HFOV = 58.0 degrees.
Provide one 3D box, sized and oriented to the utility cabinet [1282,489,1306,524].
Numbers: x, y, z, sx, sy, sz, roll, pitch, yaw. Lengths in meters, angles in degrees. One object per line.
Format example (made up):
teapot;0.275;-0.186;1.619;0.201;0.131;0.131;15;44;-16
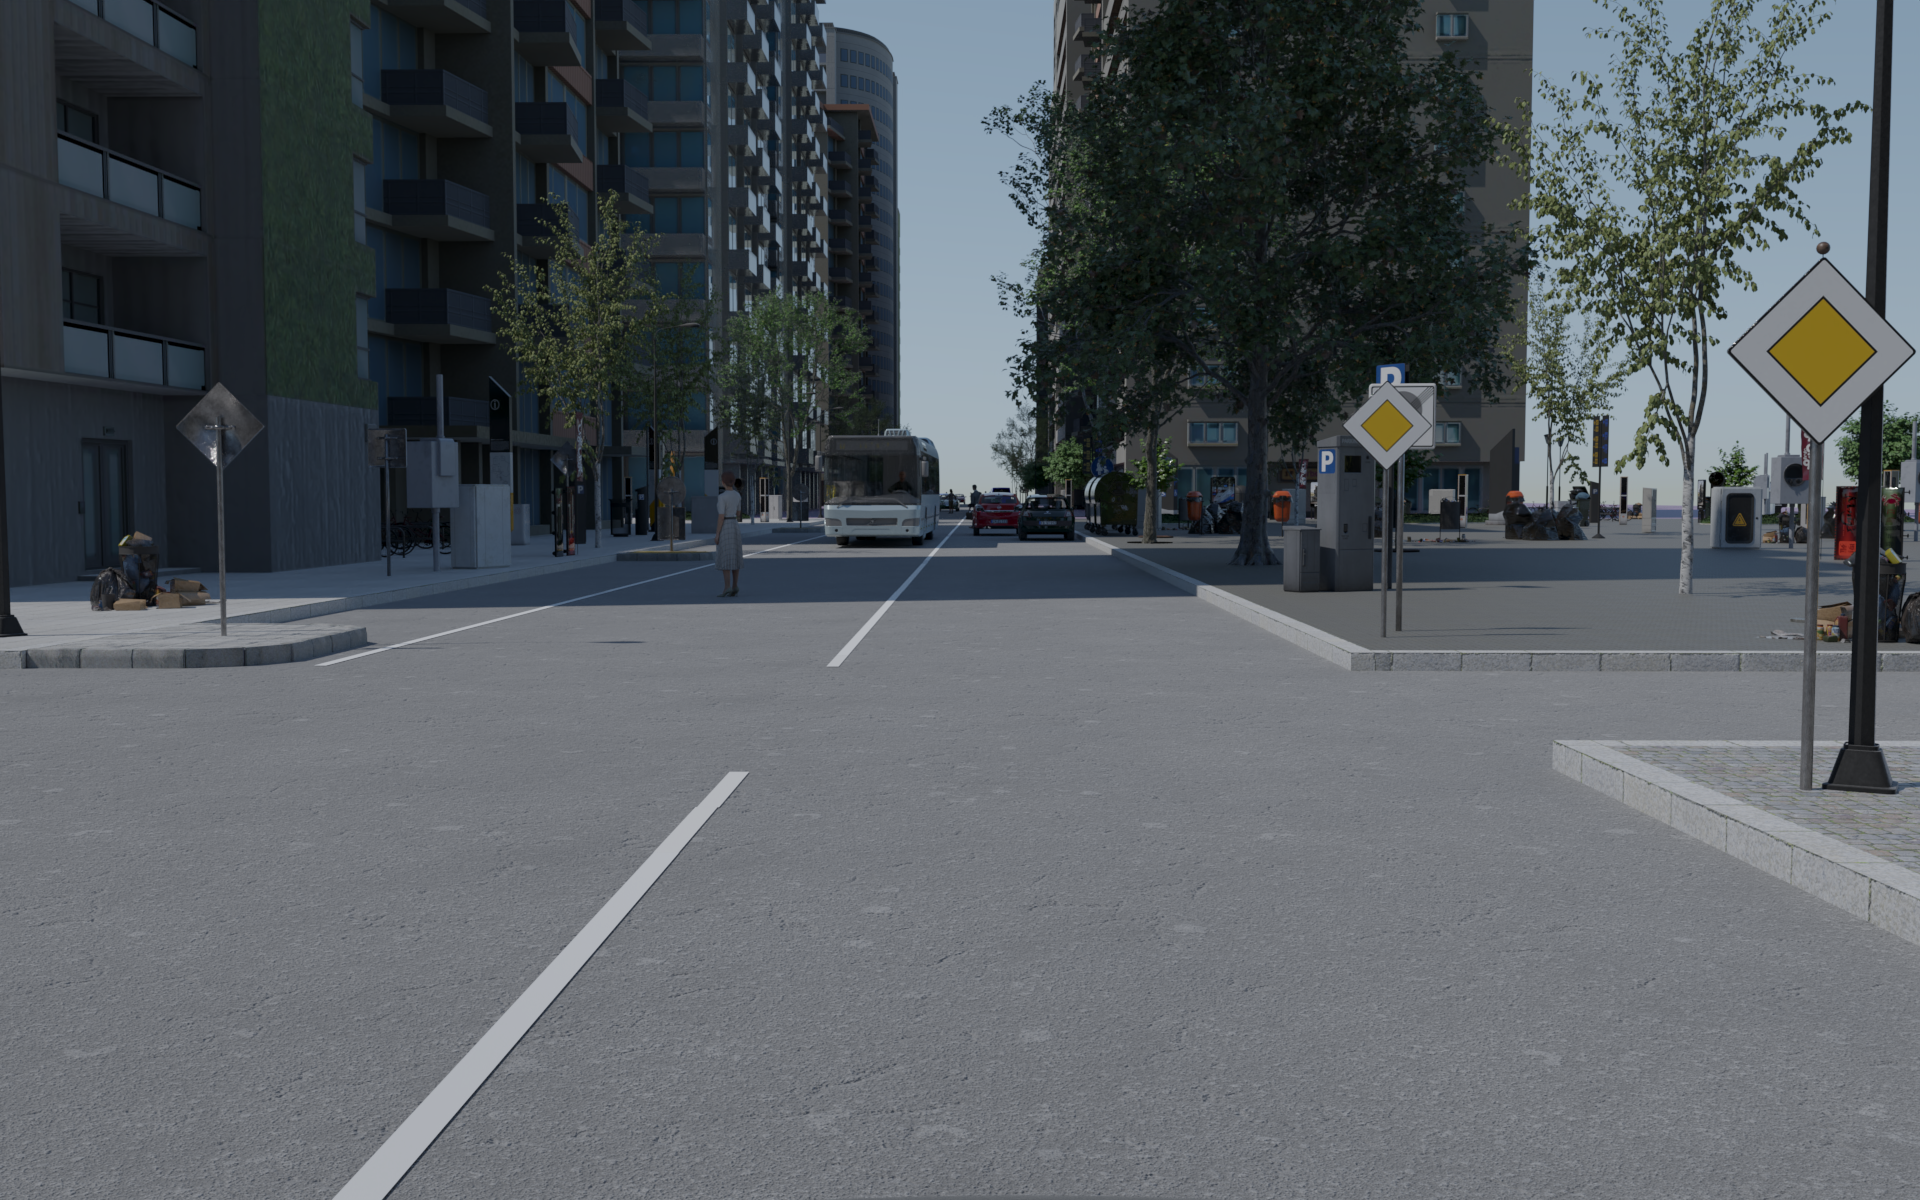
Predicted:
utility cabinet;14.232;-3.981;73.771;1.173;1.500;0.318;-3;4;-37

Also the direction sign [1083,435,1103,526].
direction sign;5.116;-4.578;66.852;0.876;3.537;0.379;-2;4;-27

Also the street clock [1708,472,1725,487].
street clock;24.355;-3.132;55.780;0.471;2.002;0.358;2;4;32

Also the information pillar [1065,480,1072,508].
information pillar;5.468;-5.067;87.336;0.304;2.012;0.304;0;4;-1

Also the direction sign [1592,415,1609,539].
direction sign;18.484;-3.549;50.031;0.379;3.537;0.876;0;4;-8

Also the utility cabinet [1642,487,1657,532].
utility cabinet;23.045;-3.008;57.858;0.318;1.500;1.173;2;4;29

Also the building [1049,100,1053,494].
building;20.736;-34.523;188.145;21.300;48.544;21.600;0;4;1

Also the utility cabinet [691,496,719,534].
utility cabinet;-8.216;-2.763;56.344;1.020;1.237;0.306;0;4;-1

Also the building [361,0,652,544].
building;-22.611;-24.601;56.849;22.147;44.769;28.867;0;4;1

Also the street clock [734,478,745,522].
street clock;-9.994;-4.521;78.481;0.471;2.002;0.358;2;4;26

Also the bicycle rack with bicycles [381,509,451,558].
bicycle rack with bicycles;-12.149;-1.370;35.777;2.925;0.926;2.852;0;4;4

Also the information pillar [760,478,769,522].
information pillar;-8.876;-4.536;78.661;0.304;2.012;0.304;2;4;29

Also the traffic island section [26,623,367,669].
traffic island section;-6.681;0.404;15.670;2.009;0.180;2.903;0;4;1

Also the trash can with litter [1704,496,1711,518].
trash can with litter;39.030;-4.805;89.955;1.055;1.170;0.624;-2;4;-31

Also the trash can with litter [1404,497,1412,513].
trash can with litter;23.222;-4.761;89.234;1.055;1.170;0.624;1;4;10

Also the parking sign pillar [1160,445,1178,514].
parking sign pillar;10.515;-6.145;88.935;1.447;3.967;1.447;3;4;37

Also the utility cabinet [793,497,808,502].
utility cabinet;-8.032;-4.653;87.233;0.306;1.237;1.020;-2;4;-35

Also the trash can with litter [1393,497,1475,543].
trash can with litter;12.716;-2.161;46.394;2.233;1.210;1.678;1;4;11

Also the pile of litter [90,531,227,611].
pile of litter;-9.132;-0.353;19.744;1.176;0.858;1.719;3;4;36

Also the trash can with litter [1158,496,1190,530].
trash can with litter;7.653;-3.105;61.829;2.233;1.210;1.678;-3;5;-42

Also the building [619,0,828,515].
building;-22.303;-31.624;136.664;23.786;49.044;30.456;0;4;1

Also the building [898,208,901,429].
building;-15.620;-34.090;240.962;14.154;41.232;14.086;0;4;1

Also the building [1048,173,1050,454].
building;17.708;-34.065;207.072;14.600;45.320;14.200;0;4;1

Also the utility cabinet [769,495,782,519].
utility cabinet;-9.640;-4.794;89.550;1.020;1.237;0.306;3;5;42

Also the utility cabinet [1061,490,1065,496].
utility cabinet;5.362;-4.900;88.786;0.318;1.500;1.173;0;4;-3

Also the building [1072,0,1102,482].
building;19.591;-28.881;126.826;22.147;44.769;28.867;0;4;1

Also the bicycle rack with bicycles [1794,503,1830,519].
bicycle rack with bicycles;33.067;-3.231;66.217;2.852;0.926;2.925;0;4;4

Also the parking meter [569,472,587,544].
parking meter;-9.806;-2.369;44.451;0.255;1.863;0.399;3;5;39

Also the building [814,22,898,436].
building;-19.038;-41.430;219.374;21.231;58.520;28.212;0;4;1

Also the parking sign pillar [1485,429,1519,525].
parking sign pillar;22.625;-5.108;71.994;1.447;3.967;1.447;-2;4;-26

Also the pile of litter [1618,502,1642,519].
pile of litter;34.666;-4.571;88.701;1.176;0.858;1.719;-3;5;-43

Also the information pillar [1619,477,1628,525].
information pillar;27.789;-4.161;72.532;0.304;2.012;0.304;1;4;17

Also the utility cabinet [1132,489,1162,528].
utility cabinet;6.996;-3.458;65.209;1.173;1.500;0.318;2;4;30

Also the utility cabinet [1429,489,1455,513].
utility cabinet;23.068;-4.541;82.921;1.173;1.500;0.318;3;4;37

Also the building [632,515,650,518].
building;-22.940;-29.728;105.660;23.786;49.044;30.456;0;4;1

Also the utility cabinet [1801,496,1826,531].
utility cabinet;29.247;-2.948;59.354;1.020;1.237;0.306;-2;4;-32

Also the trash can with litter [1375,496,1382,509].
trash can with litter;21.649;-4.779;89.523;0.624;1.170;1.055;0;4;-7

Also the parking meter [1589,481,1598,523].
parking meter;28.178;-4.355;76.913;0.399;1.863;0.255;0;4;5

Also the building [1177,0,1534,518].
building;19.570;-29.168;100.591;21.300;48.544;21.600;0;4;1

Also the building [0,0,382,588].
building;-18.269;-20.906;25.402;14.154;41.232;14.086;0;4;1

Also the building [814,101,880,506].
building;-20.352;-32.826;191.323;22.147;44.769;28.867;0;4;1

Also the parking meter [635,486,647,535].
parking meter;-9.963;-2.794;54.095;0.372;1.533;0.369;0;3;0

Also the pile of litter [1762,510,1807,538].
pile of litter;21.538;-1.916;45.292;1.719;0.858;1.176;2;4;29

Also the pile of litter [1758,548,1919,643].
pile of litter;8.027;-0.080;15.279;1.719;0.858;1.176;3;4;37

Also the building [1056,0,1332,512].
building;19.473;-32.306;151.903;21.300;48.544;21.600;0;4;1

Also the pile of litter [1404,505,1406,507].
pile of litter;21.196;-4.268;83.745;1.176;0.858;1.719;-3;5;-40
